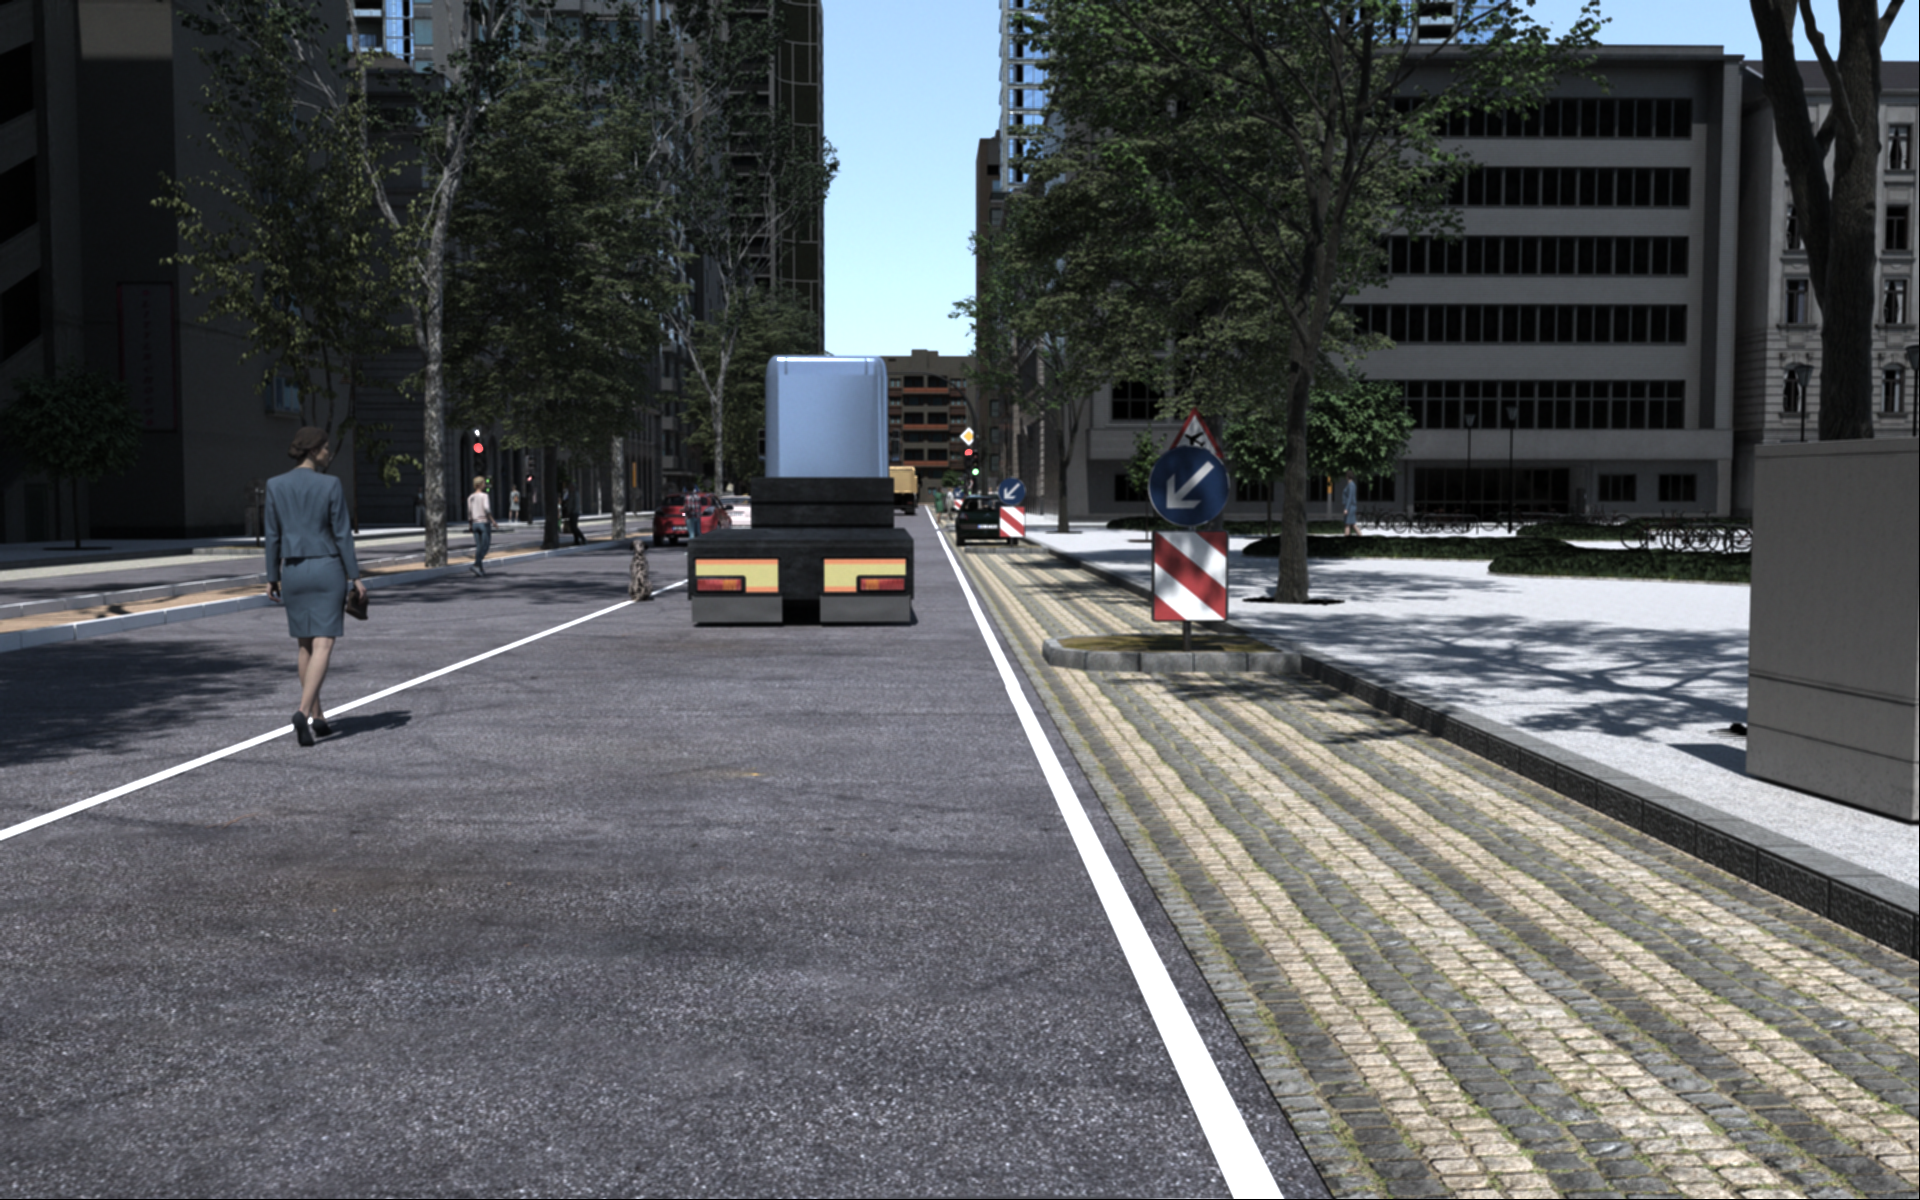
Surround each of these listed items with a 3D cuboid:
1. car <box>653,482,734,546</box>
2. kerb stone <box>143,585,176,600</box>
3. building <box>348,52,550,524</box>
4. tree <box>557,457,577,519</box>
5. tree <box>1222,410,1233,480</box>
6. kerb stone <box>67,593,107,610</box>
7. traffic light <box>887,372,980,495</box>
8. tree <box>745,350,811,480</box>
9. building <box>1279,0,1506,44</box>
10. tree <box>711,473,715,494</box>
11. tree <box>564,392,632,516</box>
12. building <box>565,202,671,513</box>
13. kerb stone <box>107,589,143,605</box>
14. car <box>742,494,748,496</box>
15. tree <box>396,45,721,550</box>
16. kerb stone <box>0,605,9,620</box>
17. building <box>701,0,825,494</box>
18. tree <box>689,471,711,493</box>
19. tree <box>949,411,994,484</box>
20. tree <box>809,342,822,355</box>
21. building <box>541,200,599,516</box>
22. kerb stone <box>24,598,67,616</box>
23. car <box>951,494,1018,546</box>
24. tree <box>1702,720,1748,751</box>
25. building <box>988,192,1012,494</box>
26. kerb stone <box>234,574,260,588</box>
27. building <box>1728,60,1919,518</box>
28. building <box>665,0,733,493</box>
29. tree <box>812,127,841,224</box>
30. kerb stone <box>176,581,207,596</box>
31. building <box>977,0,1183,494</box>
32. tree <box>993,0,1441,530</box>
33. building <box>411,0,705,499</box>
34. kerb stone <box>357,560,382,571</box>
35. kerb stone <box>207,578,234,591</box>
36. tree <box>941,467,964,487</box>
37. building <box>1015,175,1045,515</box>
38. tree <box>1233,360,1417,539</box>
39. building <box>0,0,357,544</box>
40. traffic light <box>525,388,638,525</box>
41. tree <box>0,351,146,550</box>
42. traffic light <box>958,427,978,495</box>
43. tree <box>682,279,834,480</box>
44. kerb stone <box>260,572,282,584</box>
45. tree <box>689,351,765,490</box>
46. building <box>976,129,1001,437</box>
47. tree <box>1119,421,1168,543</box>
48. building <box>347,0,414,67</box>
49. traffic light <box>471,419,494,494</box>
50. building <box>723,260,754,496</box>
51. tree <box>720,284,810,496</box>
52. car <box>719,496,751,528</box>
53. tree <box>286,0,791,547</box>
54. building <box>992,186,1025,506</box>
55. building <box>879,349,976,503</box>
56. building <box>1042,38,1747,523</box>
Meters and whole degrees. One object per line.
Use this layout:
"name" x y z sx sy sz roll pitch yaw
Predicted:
"car" -7.537 -2.445 49.009 2.155 1.783 4.494 0 4 -1
"kerb stone" -11.034 -0.091 23.678 0.120 0.150 1.000 0 4 -1
"building" -29.030 -14.897 85.358 13.314 21.916 24.055 0 4 -1
"tree" -20.879 -5.881 90.748 1.663 3.219 1.824 0 3 0
"tree" 8.841 -4.037 49.721 4.285 4.588 4.351 0 3 0
"kerb stone" -10.987 0.036 21.631 0.120 0.150 1.000 0 4 -1
"traffic light" -1.554 -5.486 64.363 4.771 5.953 1.251 0 4 -1
"tree" -12.125 -12.260 119.919 9.611 12.733 9.660 0 3 0
"building" 52.510 -54.883 210.003 31.000 86.520 22.319 0 4 -1
"tree" -22.386 -10.026 158.524 1.663 3.219 1.824 0 3 0
"tree" -21.028 -9.212 100.986 4.360 8.622 3.978 0 3 0
"building" -29.480 -17.443 126.990 13.314 21.916 24.055 0 4 -1
"kerb stone" -11.005 -0.028 22.655 0.120 0.150 1.000 0 4 -1
"car" -16.829 -7.871 138.912 2.015 1.641 3.980 0 4 0
"tree" -10.596 -7.576 44.450 7.486 12.596 7.792 0 3 0
"kerb stone" -10.932 0.160 19.580 0.120 0.150 1.000 0 4 -1
"building" -29.754 -49.155 241.941 20.611 71.187 20.563 0 4 -1
"tree" -22.454 -9.424 148.689 1.663 3.219 1.824 0 3 0
"tree" 1.300 -12.442 153.795 4.360 8.622 3.978 0 3 0
"tree" -12.483 -13.431 132.429 12.009 13.543 11.850 0 3 0
"building" -29.046 -15.393 106.422 10.420 20.320 16.860 0 4 -1
"kerb stone" -10.962 0.099 20.609 0.120 0.150 1.000 0 4 -1
"car" 0.738 -2.372 48.575 2.009 1.686 4.222 0 3 0
"tree" 4.340 -5.066 8.592 9.928 11.665 9.643 0 3 0
"building" 9.667 -24.238 167.995 14.160 30.474 14.107 0 4 -1
"kerb stone" -11.105 -0.270 26.751 0.120 0.150 1.000 0 4 -1
"building" 43.601 -14.088 79.490 18.267 20.994 9.793 0 4 -1
"building" -40.065 -36.788 190.718 28.713 52.752 27.495 0 4 -1
"tree" -12.029 -13.425 77.837 12.611 20.169 13.585 0 3 0
"kerb stone" -11.050 -0.153 24.700 0.120 0.150 1.000 0 4 -1
"building" 13.196 -53.602 189.062 22.319 86.520 31.000 0 4 -1
"tree" 4.391 -6.862 30.321 7.486 12.596 7.792 0 3 0
"building" -36.953 -33.136 161.376 23.786 49.044 30.456 0 4 -1
"kerb stone" -11.246 -0.655 32.899 0.120 0.150 1.000 0 4 -1
"kerb stone" -11.076 -0.216 25.729 0.120 0.150 1.000 0 4 -1
"tree" -0.821 -13.980 212.280 4.285 4.588 4.351 0 3 0
"building" 9.355 -17.377 112.997 11.050 23.489 19.941 0 4 -1
"tree" 9.585 -3.602 42.614 4.285 4.588 4.351 0 3 0
"building" -32.486 -26.170 51.583 21.600 48.544 21.300 0 4 -1
"traffic light" -15.815 -5.964 72.183 4.771 5.953 1.251 0 4 -1
"tree" -20.518 -3.453 40.163 4.285 4.588 4.351 0 3 0
"traffic light" 0.352 -5.114 72.535 0.839 4.253 0.868 0 4 -1
"tree" -11.801 -11.856 102.955 9.857 13.997 8.962 0 3 0
"kerb stone" -11.128 -0.341 27.779 0.120 0.150 1.000 0 4 -1
"tree" -11.538 -8.204 86.960 4.737 8.622 4.395 0 3 0
"building" 9.068 -34.451 213.391 14.600 45.320 14.200 0 4 -1
"tree" 4.986 -3.150 46.111 1.663 3.219 1.824 0 3 0
"building" -76.578 -56.755 240.610 31.000 86.520 22.319 0 4 -1
"traffic light" -17.720 -4.599 64.117 0.839 4.253 0.868 0 4 -1
"building" -32.692 -27.068 214.254 14.107 30.474 14.160 0 4 -1
"tree" -11.352 -10.548 93.046 7.486 12.596 7.792 0 3 0
"car" -7.245 -2.736 57.095 2.083 1.381 4.827 0 4 -3
"tree" -12.005 -12.020 54.873 12.611 20.169 13.585 0 3 0
"building" 9.183 -20.679 135.362 12.463 27.353 25.104 0 4 -1
"building" -4.924 -24.603 247.301 28.899 21.520 27.650 0 4 -1
"building" 19.377 -16.069 81.803 30.058 24.678 14.314 0 4 -1
